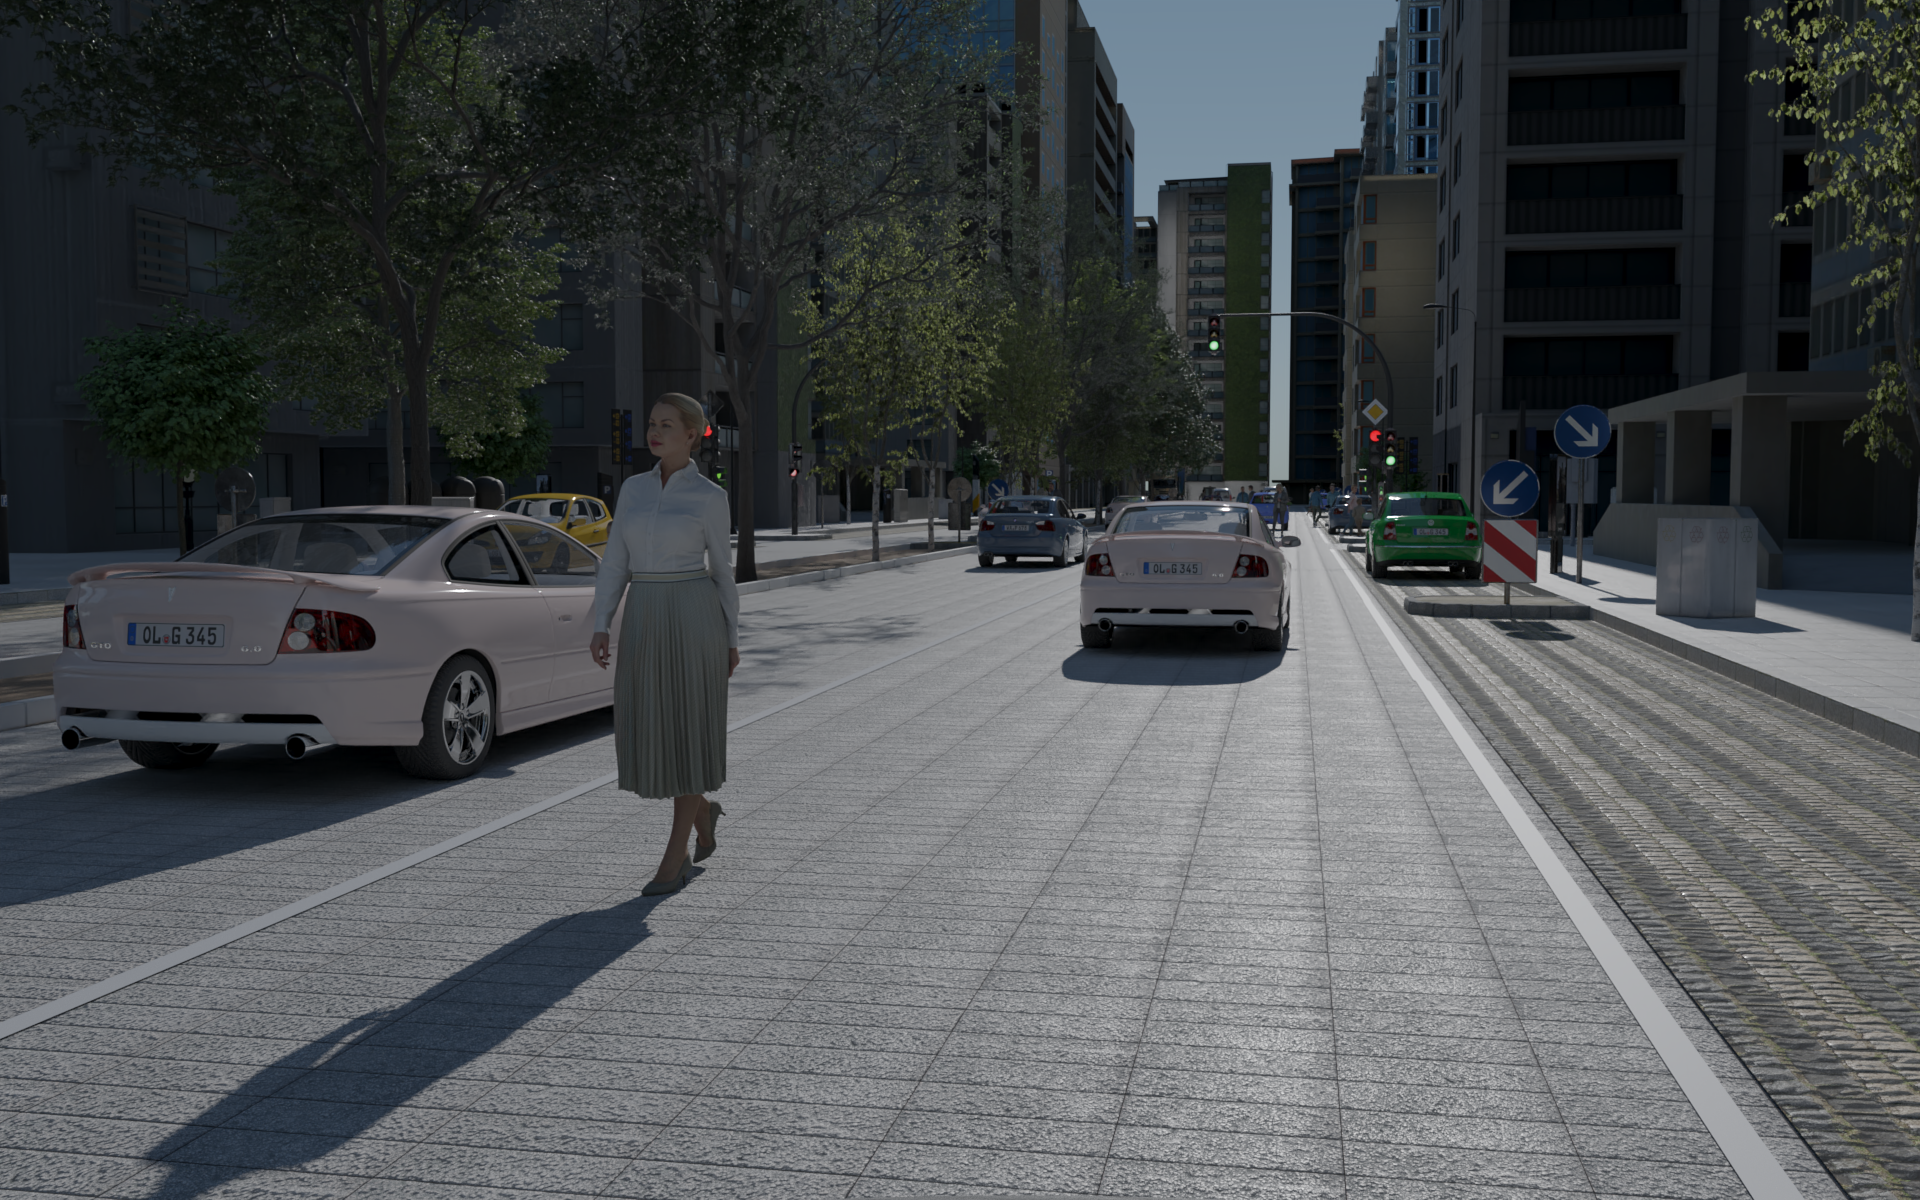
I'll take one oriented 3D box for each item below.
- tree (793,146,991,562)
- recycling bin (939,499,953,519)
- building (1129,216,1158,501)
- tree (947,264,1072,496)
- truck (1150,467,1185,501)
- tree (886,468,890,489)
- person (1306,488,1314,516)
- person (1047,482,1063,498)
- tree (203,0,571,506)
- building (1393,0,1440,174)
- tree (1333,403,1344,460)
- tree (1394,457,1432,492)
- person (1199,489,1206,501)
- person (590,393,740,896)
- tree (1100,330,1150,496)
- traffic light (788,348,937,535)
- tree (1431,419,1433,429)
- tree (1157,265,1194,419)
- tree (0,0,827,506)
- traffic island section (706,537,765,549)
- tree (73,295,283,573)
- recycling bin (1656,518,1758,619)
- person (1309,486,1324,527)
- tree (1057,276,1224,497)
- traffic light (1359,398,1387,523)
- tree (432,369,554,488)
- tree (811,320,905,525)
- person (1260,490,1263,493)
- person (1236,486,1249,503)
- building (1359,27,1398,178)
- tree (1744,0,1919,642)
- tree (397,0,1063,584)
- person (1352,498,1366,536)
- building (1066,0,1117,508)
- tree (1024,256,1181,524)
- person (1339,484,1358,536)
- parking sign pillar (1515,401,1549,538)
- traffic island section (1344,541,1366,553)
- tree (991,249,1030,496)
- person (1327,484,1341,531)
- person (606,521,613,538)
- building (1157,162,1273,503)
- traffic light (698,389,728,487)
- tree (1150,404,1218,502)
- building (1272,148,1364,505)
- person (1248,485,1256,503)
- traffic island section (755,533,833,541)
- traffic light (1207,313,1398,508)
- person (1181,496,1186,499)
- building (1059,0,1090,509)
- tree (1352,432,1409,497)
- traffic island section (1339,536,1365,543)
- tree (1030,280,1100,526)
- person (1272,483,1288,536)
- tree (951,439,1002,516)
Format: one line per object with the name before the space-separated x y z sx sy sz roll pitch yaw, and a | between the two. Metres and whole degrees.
tree | -1.742 -5.112 36.394 4.360 8.622 3.978 0 3 0
recycling bin | -0.674 -4.670 88.902 0.722 1.027 0.722 1 4 14
building | 14.868 -32.874 229.373 23.993 40.220 32.217 1 4 11
tree | 1.534 -6.184 53.930 4.737 8.622 4.395 0 3 0
truck | 21.116 -11.410 175.463 2.839 4.237 11.283 1 4 12
tree | -4.470 -6.710 104.303 1.663 3.219 1.824 0 3 0
person | 22.946 -6.392 113.234 0.478 1.798 0.641 -3 5 -40
person | 3.281 -3.186 60.397 0.655 1.846 0.447 2 4 31
tree | -12.267 -7.218 36.143 7.486 12.596 7.792 0 3 0
building | 46.488 -51.115 148.407 22.319 86.520 31.000 1 4 11
tree | 29.778 -10.898 128.543 4.360 8.622 3.978 0 3 0
tree | 20.777 -5.219 79.928 1.663 3.219 1.824 0 3 0
person | 20.010 -8.171 142.113 0.705 1.823 1.348 -2 4 -32
person | -1.043 0.141 6.417 0.478 1.798 0.641 2 4 25
tree | 6.081 -7.528 75.897 4.360 8.622 3.978 0 3 0
traffic light | -3.100 -4.846 53.898 4.771 5.953 1.251 1 4 11
tree | 27.093 -8.622 91.330 4.360 8.622 3.978 0 3 0
tree | 3.983 -9.440 67.163 12.009 13.543 11.850 0 3 0
tree | -5.170 -4.904 17.054 8.767 10.594 7.601 1 4 11
traffic island section | -6.720 -1.485 46.560 2.009 0.180 2.903 1 4 11
tree | -12.957 -2.764 28.908 4.285 4.588 4.351 0 3 0
recycling bin | 7.847 -0.346 18.210 0.722 1.027 0.722 -2 4 -25
person | 15.560 -4.088 75.677 0.444 1.785 0.601 -3 5 -39
tree | 8.498 -10.444 90.221 9.611 12.733 9.660 0 3 0
traffic light | 12.176 -3.793 50.943 0.839 4.253 0.868 1 4 11
tree | -12.218 -3.787 45.633 4.285 4.588 4.351 0 3 0
tree | -4.482 -7.466 72.426 4.737 8.622 4.395 0 3 0
person | 19.859 -6.405 114.052 0.563 1.720 0.643 2 4 32
person | 12.808 -4.257 78.445 0.601 1.785 0.444 1 4 15
building | 53.042 -34.276 180.018 23.786 49.044 30.456 1 4 11
tree | 8.610 -3.946 14.877 4.360 8.622 3.978 0 3 0
tree | -3.391 -6.981 26.960 12.009 13.543 11.850 0 3 0
person | 12.257 -2.476 53.247 0.475 1.303 0.640 -2 4 -25
building | 4.167 -33.771 175.862 21.300 48.544 21.600 1 4 11
tree | 6.514 -9.861 81.815 7.486 12.596 7.792 0 3 0
person | 12.328 -2.796 54.894 0.598 1.740 0.731 1 4 10
parking sign pillar | 16.513 -3.802 50.627 1.447 3.967 1.447 1 4 13
traffic island section | 10.701 -1.280 43.208 2.009 0.180 2.903 1 4 11
tree | -0.669 -5.447 41.883 4.360 8.622 3.978 0 3 0
person | 14.324 -3.524 66.135 0.660 1.820 0.620 2 4 30
person | -2.880 -0.094 15.045 0.382 1.210 0.505 -3 5 -44
building | 31.902 -32.632 217.132 14.086 41.232 14.154 1 4 11
traffic light | -6.682 -3.517 46.418 0.839 4.253 0.868 1 4 11
tree | 12.727 -10.795 113.370 8.767 10.594 7.601 1 4 11
building | 54.009 -34.379 216.722 28.867 44.769 22.147 1 4 11
person | 12.987 -4.182 76.839 0.822 1.834 0.622 2 4 29
traffic island section | -5.208 -1.965 54.401 2.009 0.180 2.903 1 4 11
traffic light | 8.593 -4.201 43.356 4.771 5.953 1.251 1 4 11
person | 25.728 -11.770 200.881 1.348 1.831 0.705 -3 4 -37
building | 0.981 -43.766 153.825 20.563 71.187 20.611 1 4 11
tree | 21.712 -6.433 88.890 4.285 4.588 4.351 0 3 0
traffic island section | 12.213 -1.760 51.049 2.009 0.180 2.903 1 4 11
tree | 2.469 -6.505 59.182 4.360 8.622 3.978 0 3 0
person | 10.871 -3.068 58.850 0.537 1.800 0.526 2 4 33
tree | 1.028 -7.317 103.346 4.285 4.588 4.351 0 3 0
